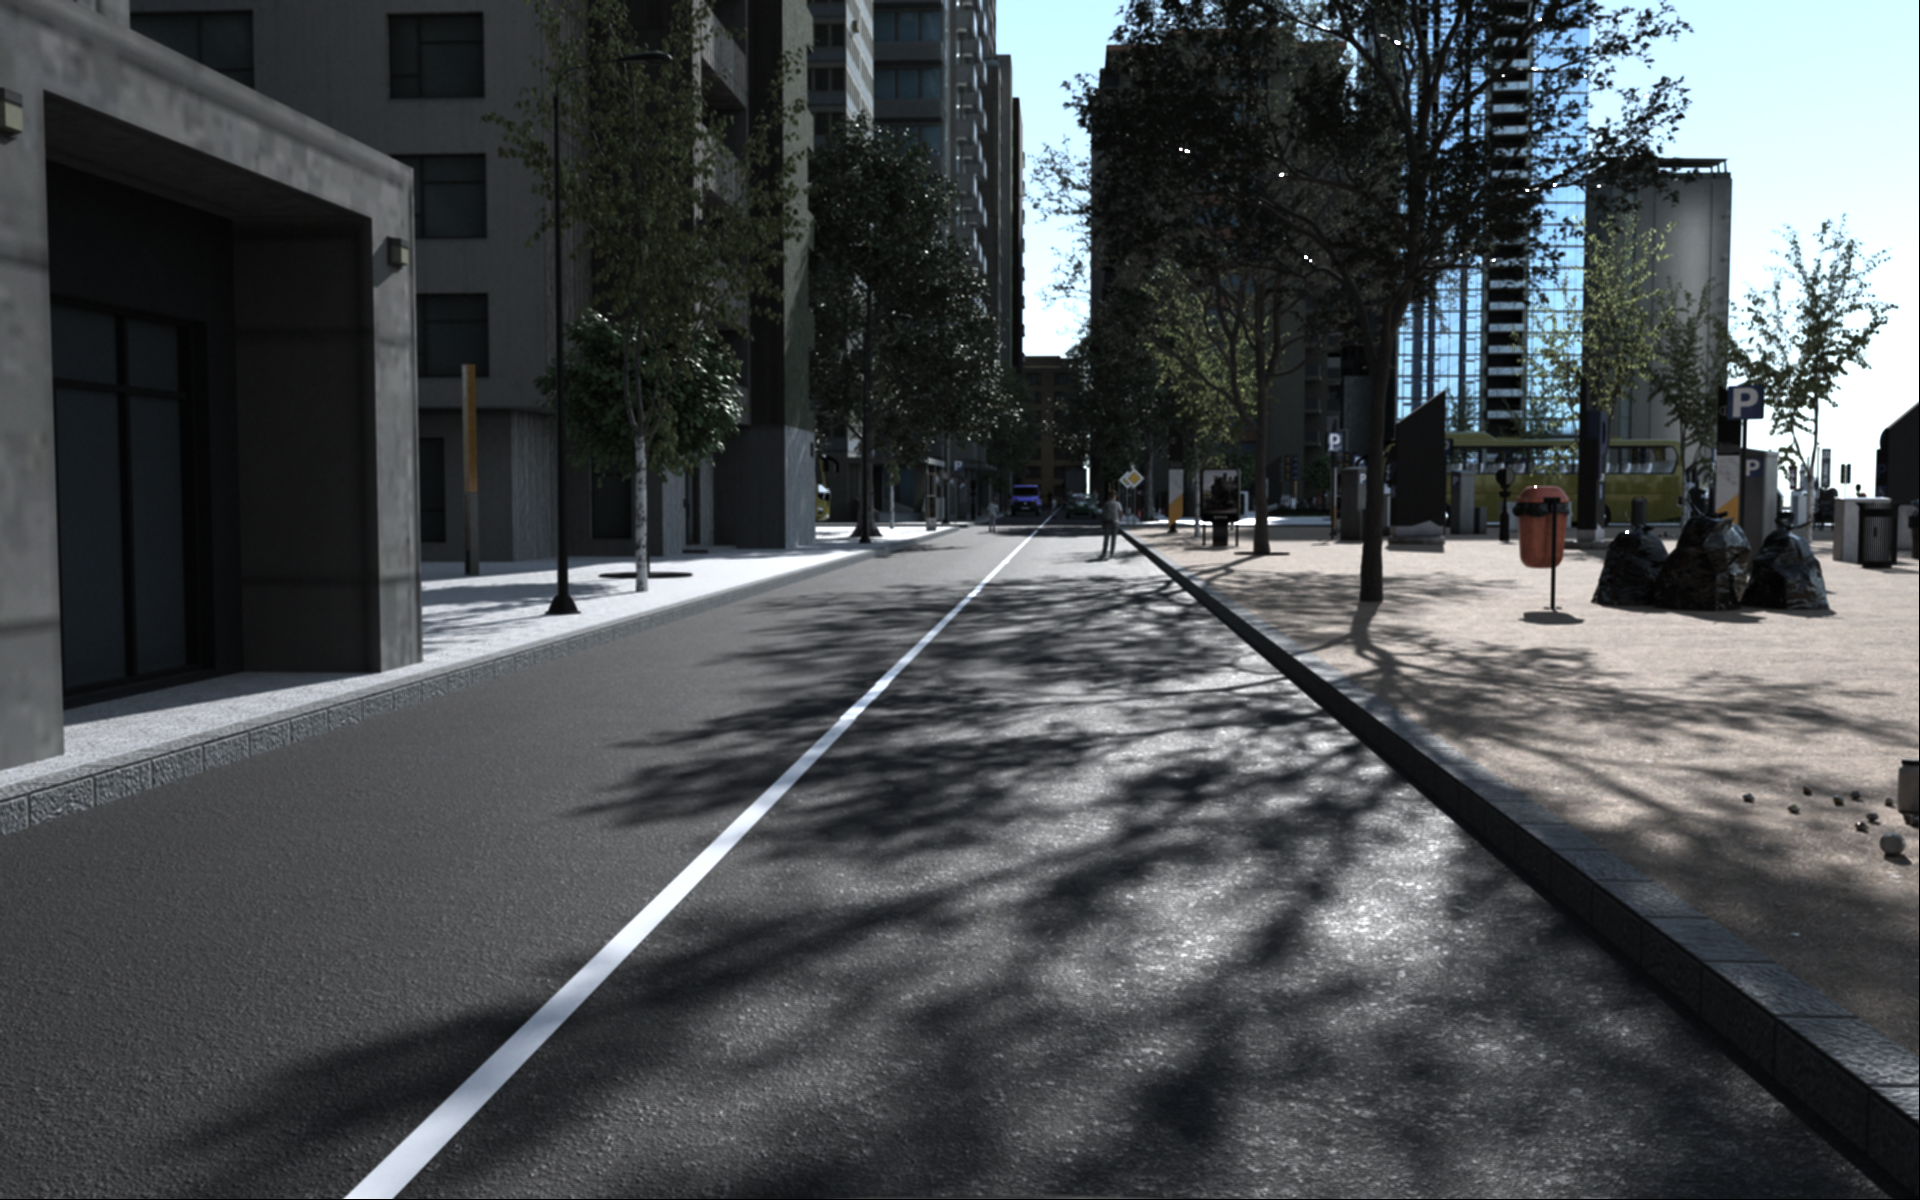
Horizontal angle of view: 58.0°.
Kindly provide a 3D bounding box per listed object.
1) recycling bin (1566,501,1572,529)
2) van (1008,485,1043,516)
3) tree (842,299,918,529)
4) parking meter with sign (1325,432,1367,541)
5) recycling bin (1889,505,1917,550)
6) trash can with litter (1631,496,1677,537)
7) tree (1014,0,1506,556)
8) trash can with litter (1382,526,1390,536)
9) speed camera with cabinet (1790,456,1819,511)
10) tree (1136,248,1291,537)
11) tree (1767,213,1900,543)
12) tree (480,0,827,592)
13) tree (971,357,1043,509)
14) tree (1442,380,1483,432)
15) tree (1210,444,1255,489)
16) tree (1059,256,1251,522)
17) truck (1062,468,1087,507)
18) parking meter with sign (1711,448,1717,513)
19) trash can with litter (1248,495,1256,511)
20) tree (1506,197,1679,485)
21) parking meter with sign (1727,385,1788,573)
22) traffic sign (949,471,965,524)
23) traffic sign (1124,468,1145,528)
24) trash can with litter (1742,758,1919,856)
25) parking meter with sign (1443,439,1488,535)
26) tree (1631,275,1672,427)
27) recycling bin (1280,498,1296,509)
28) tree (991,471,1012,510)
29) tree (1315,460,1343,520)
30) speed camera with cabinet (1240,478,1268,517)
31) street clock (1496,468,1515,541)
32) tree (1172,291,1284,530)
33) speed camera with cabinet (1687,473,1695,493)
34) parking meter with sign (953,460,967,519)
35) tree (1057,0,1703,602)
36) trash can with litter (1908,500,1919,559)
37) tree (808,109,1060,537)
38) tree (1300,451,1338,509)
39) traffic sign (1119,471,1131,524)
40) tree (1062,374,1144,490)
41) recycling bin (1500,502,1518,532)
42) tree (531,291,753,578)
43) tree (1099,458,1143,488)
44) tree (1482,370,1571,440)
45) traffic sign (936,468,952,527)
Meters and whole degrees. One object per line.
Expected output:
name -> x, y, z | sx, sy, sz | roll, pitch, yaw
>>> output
recycling bin -> 21.746, -3.086, 63.008 | 0.722, 1.027, 0.722 | -1, 4, -10
van -> 4.351, -6.735, 114.506 | 2.240, 2.365, 5.245 | 0, 4, 3
tree -> -2.735, -6.947, 63.940 | 4.737, 8.622, 4.395 | 0, 3, 0
parking meter with sign -> 10.963, -3.176, 48.185 | 0.543, 3.016, 1.738 | -2, 4, -31
recycling bin -> 21.718, -1.669, 39.835 | 0.722, 1.027, 0.722 | 3, 5, 41
trash can with litter -> 20.659, -2.487, 51.717 | 2.233, 1.210, 1.678 | -1, 4, -22
tree -> 6.233, -7.696, 36.193 | 12.009, 13.543, 11.850 | 0, 3, 0
trash can with litter -> 13.169, -2.513, 52.478 | 0.624, 1.170, 1.055 | -3, 5, -45
speed camera with cabinet -> 43.630, -5.814, 89.394 | 2.038, 3.252, 0.660 | -3, 5, -40
tree -> 7.278, -6.172, 51.270 | 4.360, 8.622, 3.978 | 0, 3, 0
tree -> 22.117, -5.812, 45.387 | 4.737, 8.622, 4.395 | 0, 3, 0
tree -> -3.965, -4.421, 22.652 | 4.737, 8.622, 4.395 | 0, 3, 0
tree -> 3.469, -13.810, 143.917 | 7.486, 12.596, 7.792 | 0, 3, 0
tree -> 32.359, -9.925, 112.633 | 4.737, 8.622, 4.395 | 0, 3, 0
tree -> 17.830, -7.871, 112.406 | 4.285, 4.588, 4.351 | 0, 3, 0
tree -> 8.791, -10.003, 80.550 | 9.611, 12.733, 9.660 | 0, 3, 0
truck -> 12.871, -12.539, 193.926 | 2.839, 4.237, 11.283 | 0, 4, 3
parking meter with sign -> 28.367, -4.186, 64.706 | 0.543, 3.016, 1.738 | 1, 4, 21
trash can with litter -> 22.029, -7.329, 130.880 | 1.678, 1.210, 2.233 | 0, 4, -7
tree -> 16.144, -5.716, 43.822 | 4.360, 8.622, 3.978 | 0, 3, 0
parking meter with sign -> 13.151, -1.969, 28.454 | 0.543, 3.016, 1.738 | 3, 5, 42
traffic sign -> -0.179, -4.356, 74.862 | 0.795, 2.450, 0.064 | 0, 4, 4
traffic sign -> 6.676, -3.838, 66.392 | 0.795, 2.450, 0.064 | 0, 4, 4
trash can with litter -> 3.758, 0.300, 6.156 | 1.678, 1.210, 2.233 | 1, 4, 22
parking meter with sign -> 16.035, -3.600, 55.122 | 1.738, 3.016, 0.543 | -2, 4, -30
tree -> 24.798, -6.616, 58.531 | 4.737, 8.622, 4.395 | 0, 3, 0
recycling bin -> 20.608, -5.888, 108.821 | 0.722, 1.027, 0.722 | -3, 5, -44
tree -> 3.354, -8.807, 138.598 | 1.663, 3.219, 1.824 | 0, 3, 0
tree -> 18.666, -5.588, 85.959 | 1.663, 3.219, 1.824 | 0, 3, 0
speed camera with cabinet -> 15.989, -6.203, 95.760 | 2.038, 3.252, 0.660 | 1, 4, 11
street clock -> 15.060, -2.648, 47.871 | 0.471, 2.002, 0.358 | -1, 4, -19
tree -> 9.703, -6.824, 61.938 | 4.737, 8.622, 4.395 | 0, 3, 0
speed camera with cabinet -> 58.997, -8.808, 138.339 | 2.038, 3.252, 0.660 | 0, 4, 8
parking meter with sign -> 0.041, -5.662, 88.827 | 0.543, 3.016, 1.738 | -1, 4, -10
tree -> 4.717, -5.247, 20.196 | 8.767, 10.594, 7.601 | 2, 4, 35
trash can with litter -> 19.212, -1.384, 34.012 | 0.624, 1.170, 1.055 | -2, 4, -27
tree -> -2.710, -8.251, 51.919 | 9.611, 12.733, 9.660 | 0, 3, 0
tree -> 26.799, -8.783, 127.315 | 4.285, 4.588, 4.351 | 0, 3, 0
traffic sign -> 7.198, -4.325, 74.360 | 0.795, 2.450, 0.064 | 0, 4, 4
tree -> 12.111, -13.028, 138.767 | 9.928, 11.665, 9.643 | 0, 3, 0
recycling bin -> 18.718, -2.816, 58.595 | 0.722, 1.027, 0.722 | 0, 4, 2
tree -> -4.947, -2.650, 27.042 | 4.285, 4.588, 4.351 | 0, 3, 0
tree -> 10.982, -7.991, 114.373 | 4.285, 4.588, 4.351 | 0, 3, 0
tree -> 33.444, -9.176, 100.389 | 4.737, 8.622, 4.395 | 0, 3, 0
traffic sign -> -0.702, -3.869, 66.894 | 0.795, 2.450, 0.064 | 0, 4, 4
